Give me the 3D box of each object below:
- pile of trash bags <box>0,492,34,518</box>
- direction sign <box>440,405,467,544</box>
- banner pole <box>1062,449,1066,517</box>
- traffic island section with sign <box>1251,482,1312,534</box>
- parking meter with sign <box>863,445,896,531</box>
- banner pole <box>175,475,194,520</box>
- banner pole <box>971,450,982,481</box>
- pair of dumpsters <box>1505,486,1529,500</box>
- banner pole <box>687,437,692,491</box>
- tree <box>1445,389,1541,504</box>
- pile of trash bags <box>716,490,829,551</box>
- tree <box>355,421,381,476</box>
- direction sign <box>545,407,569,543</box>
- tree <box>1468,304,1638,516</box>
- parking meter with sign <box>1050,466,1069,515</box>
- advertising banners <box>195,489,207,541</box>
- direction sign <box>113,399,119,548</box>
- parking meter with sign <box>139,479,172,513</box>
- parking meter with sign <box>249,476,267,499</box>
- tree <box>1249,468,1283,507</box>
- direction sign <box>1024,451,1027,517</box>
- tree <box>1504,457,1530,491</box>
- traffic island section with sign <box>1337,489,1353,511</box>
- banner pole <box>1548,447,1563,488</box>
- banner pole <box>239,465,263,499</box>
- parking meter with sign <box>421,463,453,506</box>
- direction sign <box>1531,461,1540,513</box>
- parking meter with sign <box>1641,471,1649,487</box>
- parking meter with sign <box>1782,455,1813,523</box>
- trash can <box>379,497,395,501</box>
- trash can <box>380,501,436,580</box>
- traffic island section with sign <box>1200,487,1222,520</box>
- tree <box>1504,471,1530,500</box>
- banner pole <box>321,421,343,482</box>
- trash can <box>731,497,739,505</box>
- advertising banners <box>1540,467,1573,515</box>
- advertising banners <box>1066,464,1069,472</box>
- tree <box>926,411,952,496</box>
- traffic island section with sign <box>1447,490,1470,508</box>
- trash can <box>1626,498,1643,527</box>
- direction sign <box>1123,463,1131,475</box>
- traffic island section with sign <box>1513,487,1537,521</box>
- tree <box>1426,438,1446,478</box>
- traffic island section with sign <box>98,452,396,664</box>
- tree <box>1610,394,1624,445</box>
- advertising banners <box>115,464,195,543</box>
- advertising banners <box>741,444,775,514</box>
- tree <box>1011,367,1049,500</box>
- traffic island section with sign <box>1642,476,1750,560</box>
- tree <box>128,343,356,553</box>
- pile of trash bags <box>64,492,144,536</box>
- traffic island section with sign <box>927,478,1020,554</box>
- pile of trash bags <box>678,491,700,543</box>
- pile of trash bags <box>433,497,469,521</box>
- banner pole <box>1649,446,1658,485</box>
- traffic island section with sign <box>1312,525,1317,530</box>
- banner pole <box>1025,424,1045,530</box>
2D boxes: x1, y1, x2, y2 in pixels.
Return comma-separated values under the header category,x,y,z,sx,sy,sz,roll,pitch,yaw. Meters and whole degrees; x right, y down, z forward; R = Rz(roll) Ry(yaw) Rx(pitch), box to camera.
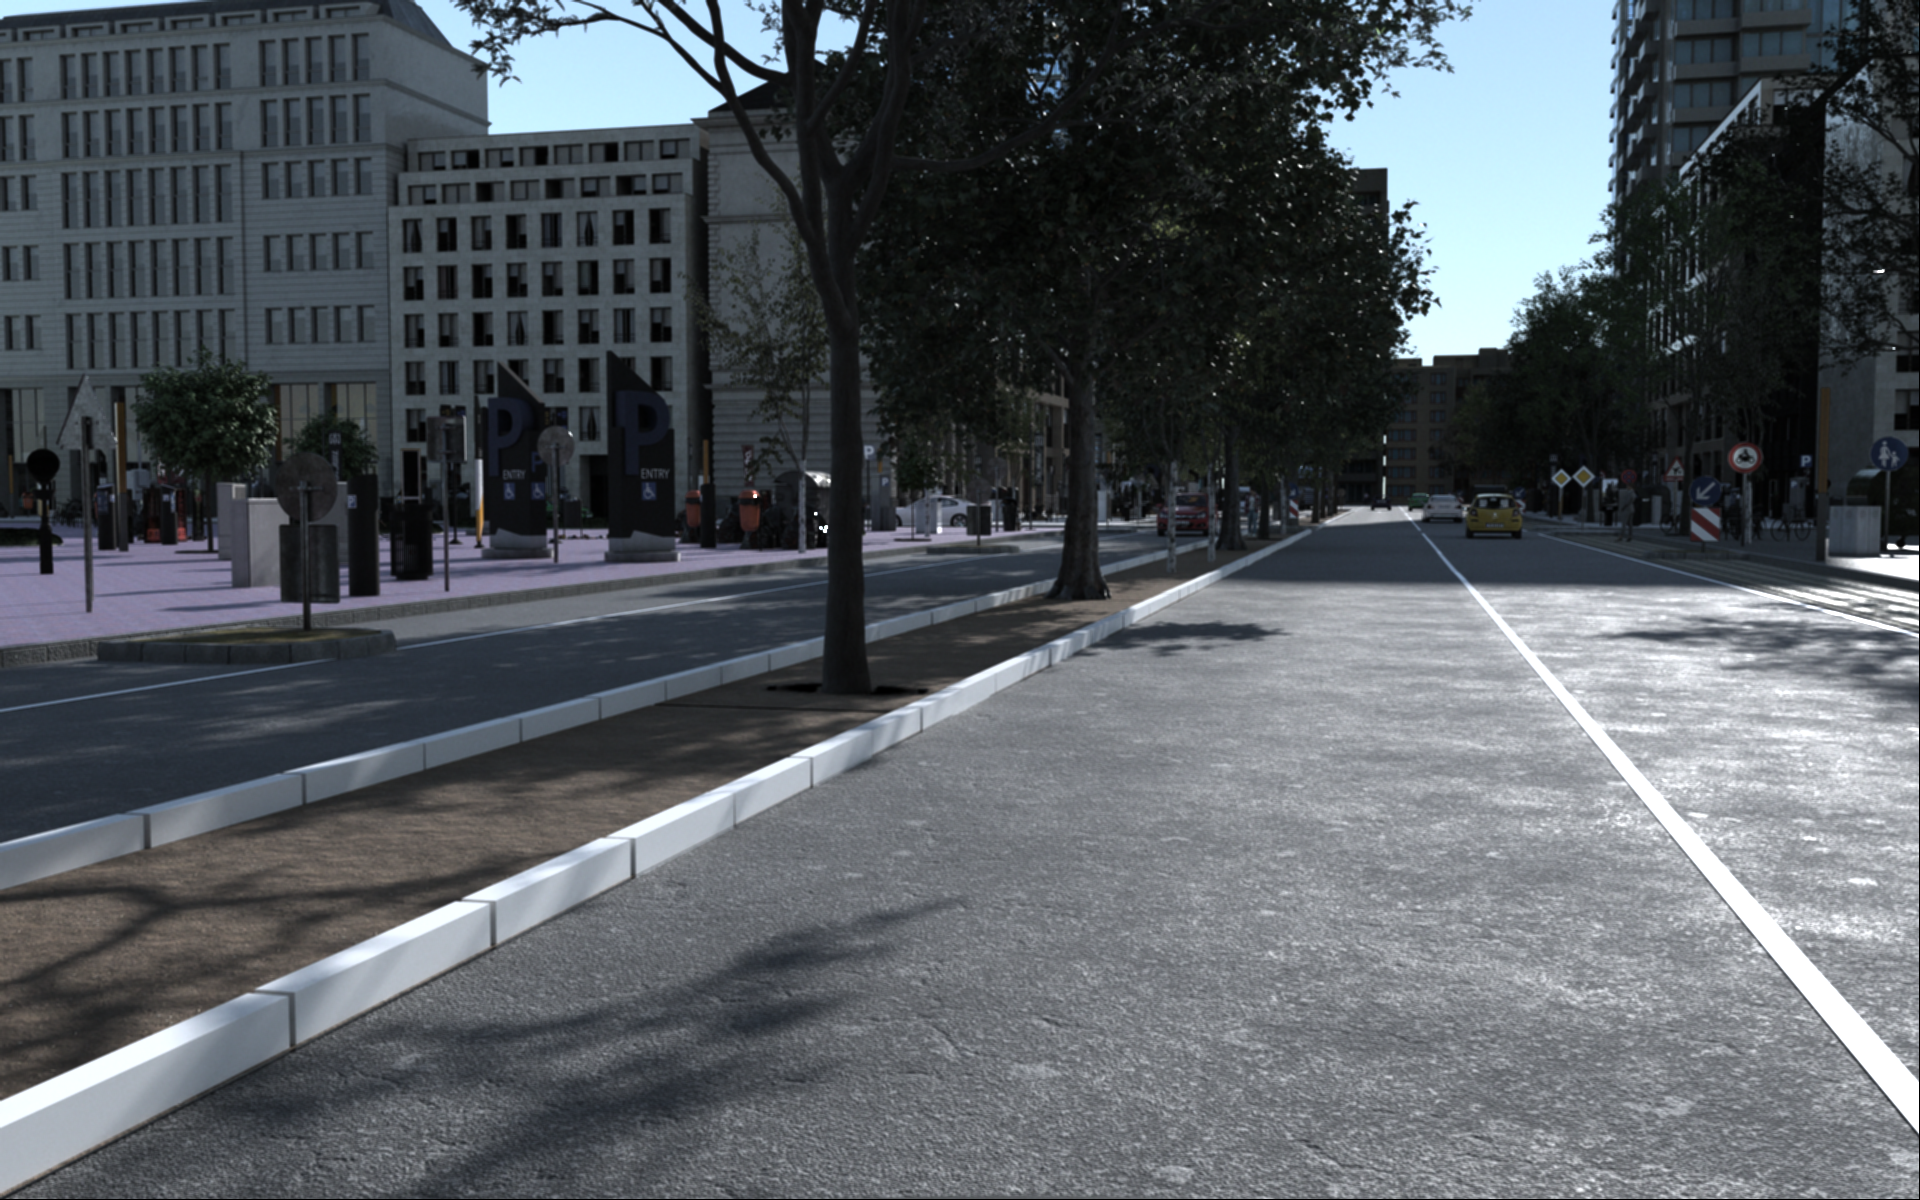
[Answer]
category,x,y,z,sx,sy,sz,roll,pitch,yaw
pile of trash bags,-52.121,-5.146,93.896,3.447,1.369,1.912,-2,4,-32
direction sign,-12.914,-3.194,44.227,0.379,3.537,0.876,2,4,27
banner pole,5.732,-6.453,95.522,0.401,3.779,0.863,1,4,15
traffic island section with sign,11.626,-3.349,62.889,2.006,1.907,1.989,1,4,14
parking meter with sign,-2.797,-3.933,60.559,0.543,3.016,1.738,-2,4,-33
banner pole,-38.167,-5.845,85.585,0.863,3.779,0.401,1,4,15
banner pole,0.881,-6.587,97.716,0.863,3.779,0.401,-2,4,-26
pair of dumpsters,43.928,-8.205,136.638,1.574,2.255,4.437,1,4,14
banner pole,-11.827,-5.257,75.964,0.401,3.779,0.863,0,4,3
tree,41.452,-11.880,128.654,7.601,10.594,8.767,2,4,34
pile of trash bags,-4.275,-1.865,40.243,1.912,1.369,3.447,1,4,17
tree,-23.040,-4.889,63.649,4.285,4.588,4.351,0,3,0
direction sign,-10.573,-3.250,45.133,0.876,3.537,0.379,1,4,21
tree,34.648,-11.258,101.075,9.611,12.733,9.660,0,3,0
parking meter with sign,6.476,-6.770,106.947,1.738,3.016,0.543,-1,4,-18
advertising banners,-20.940,-3.077,46.503,0.090,3.025,2.074,1,4,12
direction sign,-20.205,-3.027,41.493,0.379,3.537,0.876,-2,4,-28
parking meter with sign,-42.166,-5.784,90.827,1.738,3.016,0.543,0,4,-1
parking meter with sign,-29.195,-4.643,72.177,0.543,3.016,1.738,0,4,4
tree,34.847,-12.960,195.608,4.285,4.588,4.351,0,3,0
direction sign,3.485,-6.093,91.612,0.379,3.537,0.876,0,4,-4
tree,47.069,-12.107,148.315,4.737,8.622,4.395,0,3,0
traffic island section with sign,31.464,-8.250,143.025,2.006,1.907,1.989,1,4,14
banner pole,31.707,-6.244,92.107,0.863,3.779,0.401,2,4,28
banner pole,-20.672,-3.708,50.649,0.863,3.779,0.401,-3,5,-39
parking meter with sign,-26.592,-5.613,88.036,1.738,3.016,0.543,0,4,6
direction sign,39.230,-7.709,118.036,0.379,3.537,0.876,-1,4,-19
parking meter with sign,50.475,-8.047,127.823,0.543,3.016,1.738,2,4,27
parking meter with sign,37.021,-4.915,76.620,1.738,3.016,0.543,-3,4,-39
trash can,-26.567,-4.200,80.330,0.748,1.137,0.748,0,3,0
trash can,-8.221,-0.875,25.955,0.748,1.137,0.748,0,3,0
traffic island section with sign,13.602,-5.327,95.730,1.989,1.847,2.006,1,4,14
tree,39.426,-7.804,122.200,1.663,3.219,1.824,0,3,0
banner pole,-21.595,-4.248,59.469,0.863,3.779,0.401,0,4,-1
trash can,-18.438,-8.129,144.567,0.748,1.137,0.748,0,3,0
advertising banners,37.284,-6.858,108.312,2.074,3.025,0.090,0,4,-1
advertising banners,6.142,-5.506,86.215,2.074,3.025,0.090,2,4,35
tree,-1.261,-7.652,75.473,4.360,8.622,3.978,0,3,0
traffic island section with sign,48.193,-9.709,167.364,1.989,1.847,2.006,1,4,14
trash can,26.709,-3.488,68.681,0.748,1.137,0.748,0,3,0
direction sign,12.081,-8.107,124.541,0.876,3.537,0.379,2,4,35
traffic island section with sign,29.499,-5.090,91.854,1.989,1.847,2.006,1,4,14
tree,62.293,-17.114,214.232,8.767,10.594,7.601,0,4,-3
traffic island section with sign,-6.237,-0.426,15.594,1.989,1.847,2.006,1,4,14
tree,44.611,-9.981,113.552,4.360,8.622,3.978,0,3,0
advertising banners,-21.101,-2.996,45.165,2.074,3.025,0.090,0,4,1
advertising banners,-6.906,-4.013,61.796,2.074,3.025,0.090,-3,4,-38
tree,2.745,-8.426,88.122,4.737,8.622,4.395,0,3,0
traffic island section with sign,16.284,-1.823,38.439,1.989,1.847,2.006,1,4,14
tree,-16.473,-3.322,38.033,4.285,4.588,4.351,0,3,0
pile of trash bags,-25.732,-2.672,53.433,1.912,1.369,3.447,0,4,-1
traffic island section with sign,0.391,-2.061,42.320,1.989,1.847,2.006,1,4,14
pile of trash bags,-6.463,-2.165,45.145,1.912,1.369,3.447,1,4,9
pile of trash bags,-23.819,-4.455,82.585,3.447,1.369,1.912,0,4,8
banner pole,36.235,-6.154,90.640,0.401,3.779,0.863,-1,4,-15
traffic island section with sign,13.416,-3.788,70.078,2.006,1.907,1.989,1,4,14
banner pole,2.701,-4.392,61.827,0.863,3.779,0.401,-3,5,-39
